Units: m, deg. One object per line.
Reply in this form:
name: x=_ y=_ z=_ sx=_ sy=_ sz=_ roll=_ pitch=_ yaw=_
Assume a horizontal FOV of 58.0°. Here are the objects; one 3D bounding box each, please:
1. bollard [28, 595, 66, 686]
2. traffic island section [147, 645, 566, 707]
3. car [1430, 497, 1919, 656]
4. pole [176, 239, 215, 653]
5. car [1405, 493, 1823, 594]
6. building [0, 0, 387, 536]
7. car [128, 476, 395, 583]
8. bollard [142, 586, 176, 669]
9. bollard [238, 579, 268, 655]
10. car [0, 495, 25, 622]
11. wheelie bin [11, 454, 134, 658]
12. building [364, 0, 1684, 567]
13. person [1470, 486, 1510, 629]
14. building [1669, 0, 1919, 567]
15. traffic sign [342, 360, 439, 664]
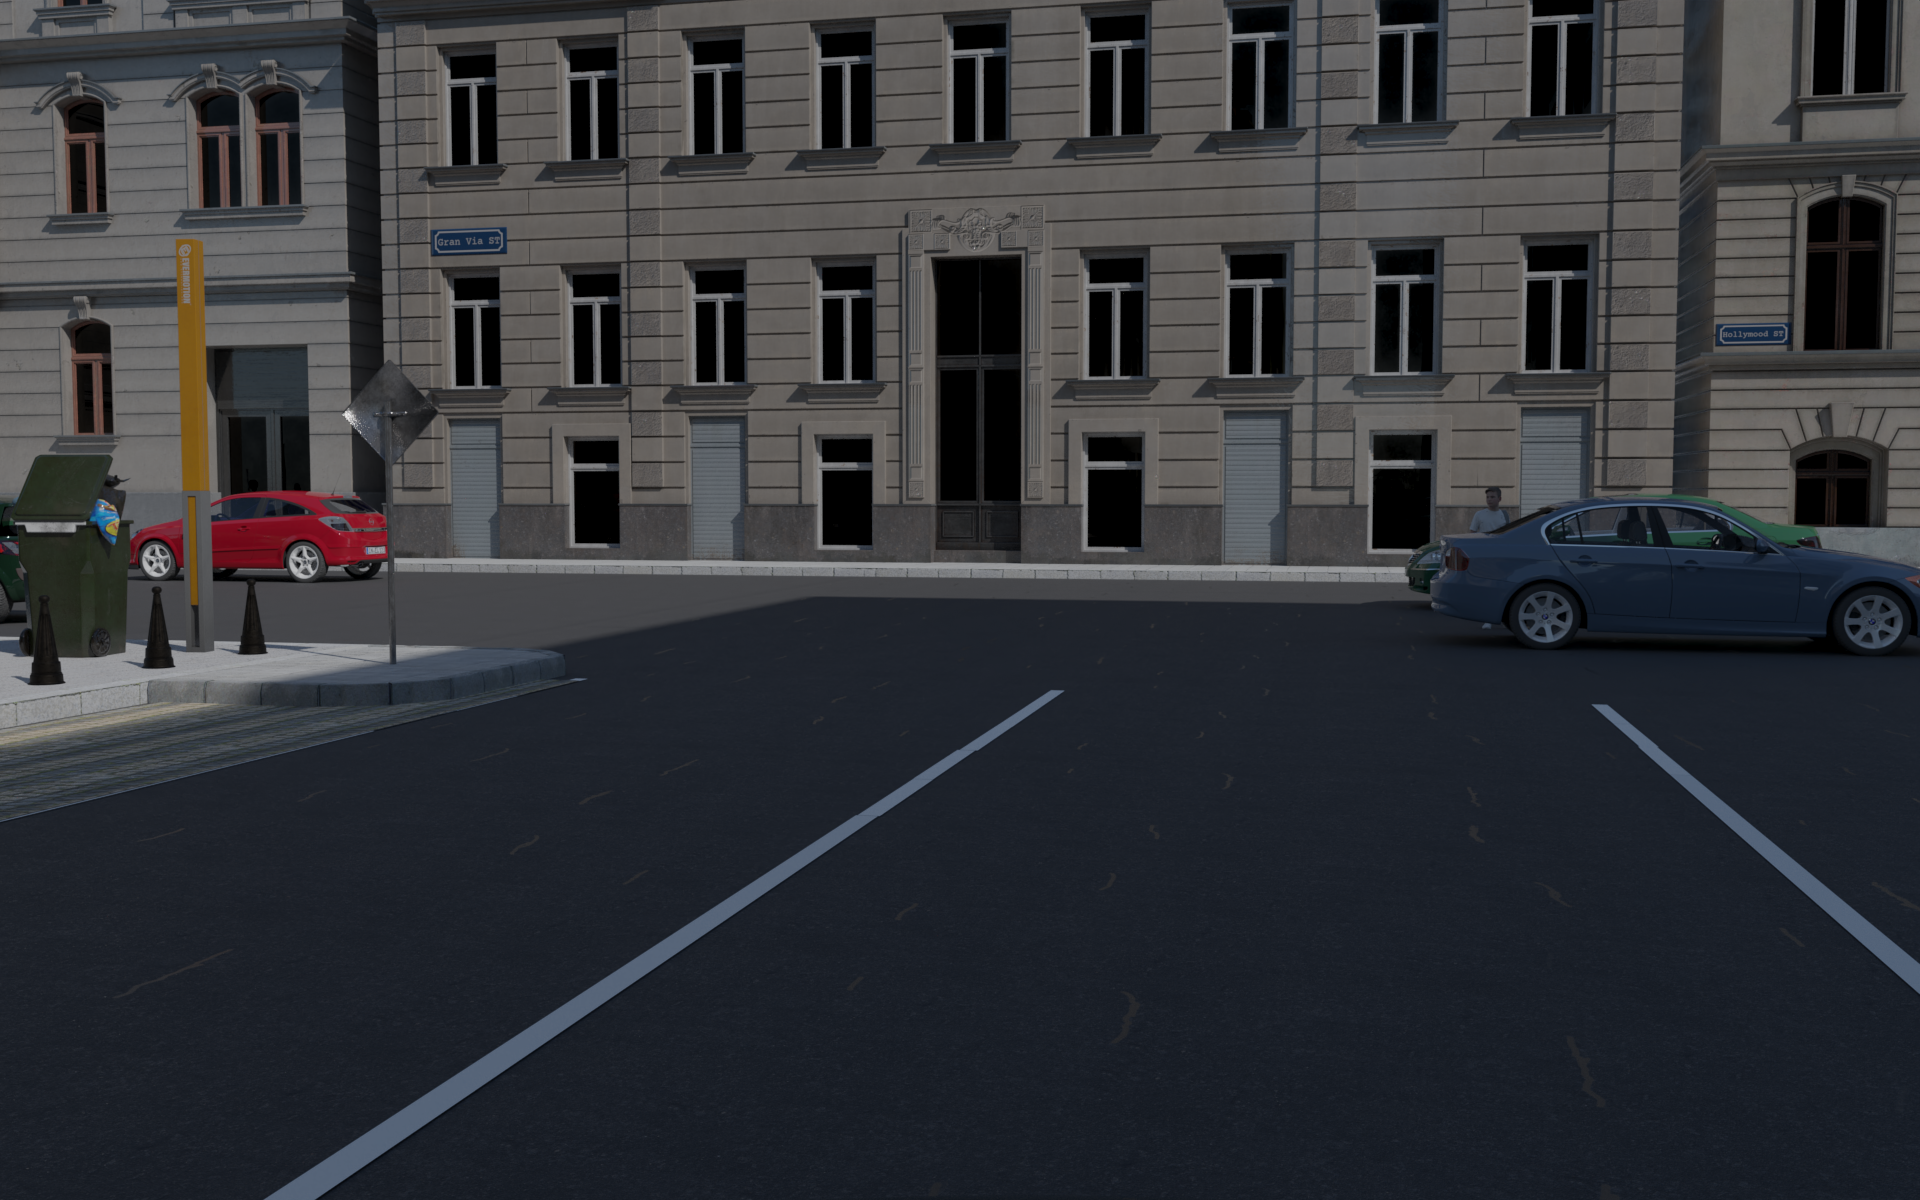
bollard: x=-6.172 y=0.266 z=11.688 sx=0.229 sy=0.601 sz=0.229 roll=0 pitch=3 yaw=0
traffic island section: x=-4.296 y=0.564 z=13.059 sx=2.009 sy=0.180 sz=2.903 roll=1 pitch=4 yaw=13
car: x=6.788 y=-0.269 z=16.400 sx=4.499 sy=1.417 sz=2.014 roll=1 pitch=4 yaw=13
pole: x=-6.179 y=-1.232 z=13.989 sx=0.158 sy=3.312 sz=0.155 roll=0 pitch=3 yaw=0
car: x=8.052 y=-0.591 z=21.460 sx=4.920 sy=1.459 sz=2.131 roll=1 pitch=4 yaw=13
building: x=-21.930 y=-15.646 z=43.200 sx=23.554 sy=28.519 sz=14.401 roll=1 pitch=4 yaw=13
car: x=-11.755 y=-1.221 z=29.001 sx=4.494 sy=1.783 sz=2.155 roll=1 pitch=4 yaw=13
bollard: x=-5.923 y=0.199 z=12.786 sx=0.229 sy=0.601 sz=0.229 roll=0 pitch=3 yaw=0
bollard: x=-5.678 y=0.132 z=13.889 sx=0.229 sy=0.601 sz=0.229 roll=0 pitch=3 yaw=0
car: x=-11.900 y=-0.622 z=19.951 sx=4.222 sy=1.686 sz=2.009 roll=1 pitch=4 yaw=12
wheelie bin: x=-7.061 y=-0.360 z=13.791 sx=0.980 sy=1.594 sz=0.693 roll=0 pitch=4 yaw=6
building: x=1.528 y=-14.643 z=36.675 sx=25.104 sy=27.353 sz=12.463 roll=1 pitch=4 yaw=13
person: x=5.708 y=-0.448 z=18.413 sx=0.503 sy=1.515 sz=0.523 roll=-2 pitch=4 yaw=-29
building: x=31.065 y=-13.008 z=31.770 sx=34.723 sy=24.649 sz=14.460 roll=1 pitch=4 yaw=13
traffic sign: x=-4.271 y=-0.572 z=12.992 sx=0.795 sy=2.450 sz=0.064 roll=1 pitch=4 yaw=13
